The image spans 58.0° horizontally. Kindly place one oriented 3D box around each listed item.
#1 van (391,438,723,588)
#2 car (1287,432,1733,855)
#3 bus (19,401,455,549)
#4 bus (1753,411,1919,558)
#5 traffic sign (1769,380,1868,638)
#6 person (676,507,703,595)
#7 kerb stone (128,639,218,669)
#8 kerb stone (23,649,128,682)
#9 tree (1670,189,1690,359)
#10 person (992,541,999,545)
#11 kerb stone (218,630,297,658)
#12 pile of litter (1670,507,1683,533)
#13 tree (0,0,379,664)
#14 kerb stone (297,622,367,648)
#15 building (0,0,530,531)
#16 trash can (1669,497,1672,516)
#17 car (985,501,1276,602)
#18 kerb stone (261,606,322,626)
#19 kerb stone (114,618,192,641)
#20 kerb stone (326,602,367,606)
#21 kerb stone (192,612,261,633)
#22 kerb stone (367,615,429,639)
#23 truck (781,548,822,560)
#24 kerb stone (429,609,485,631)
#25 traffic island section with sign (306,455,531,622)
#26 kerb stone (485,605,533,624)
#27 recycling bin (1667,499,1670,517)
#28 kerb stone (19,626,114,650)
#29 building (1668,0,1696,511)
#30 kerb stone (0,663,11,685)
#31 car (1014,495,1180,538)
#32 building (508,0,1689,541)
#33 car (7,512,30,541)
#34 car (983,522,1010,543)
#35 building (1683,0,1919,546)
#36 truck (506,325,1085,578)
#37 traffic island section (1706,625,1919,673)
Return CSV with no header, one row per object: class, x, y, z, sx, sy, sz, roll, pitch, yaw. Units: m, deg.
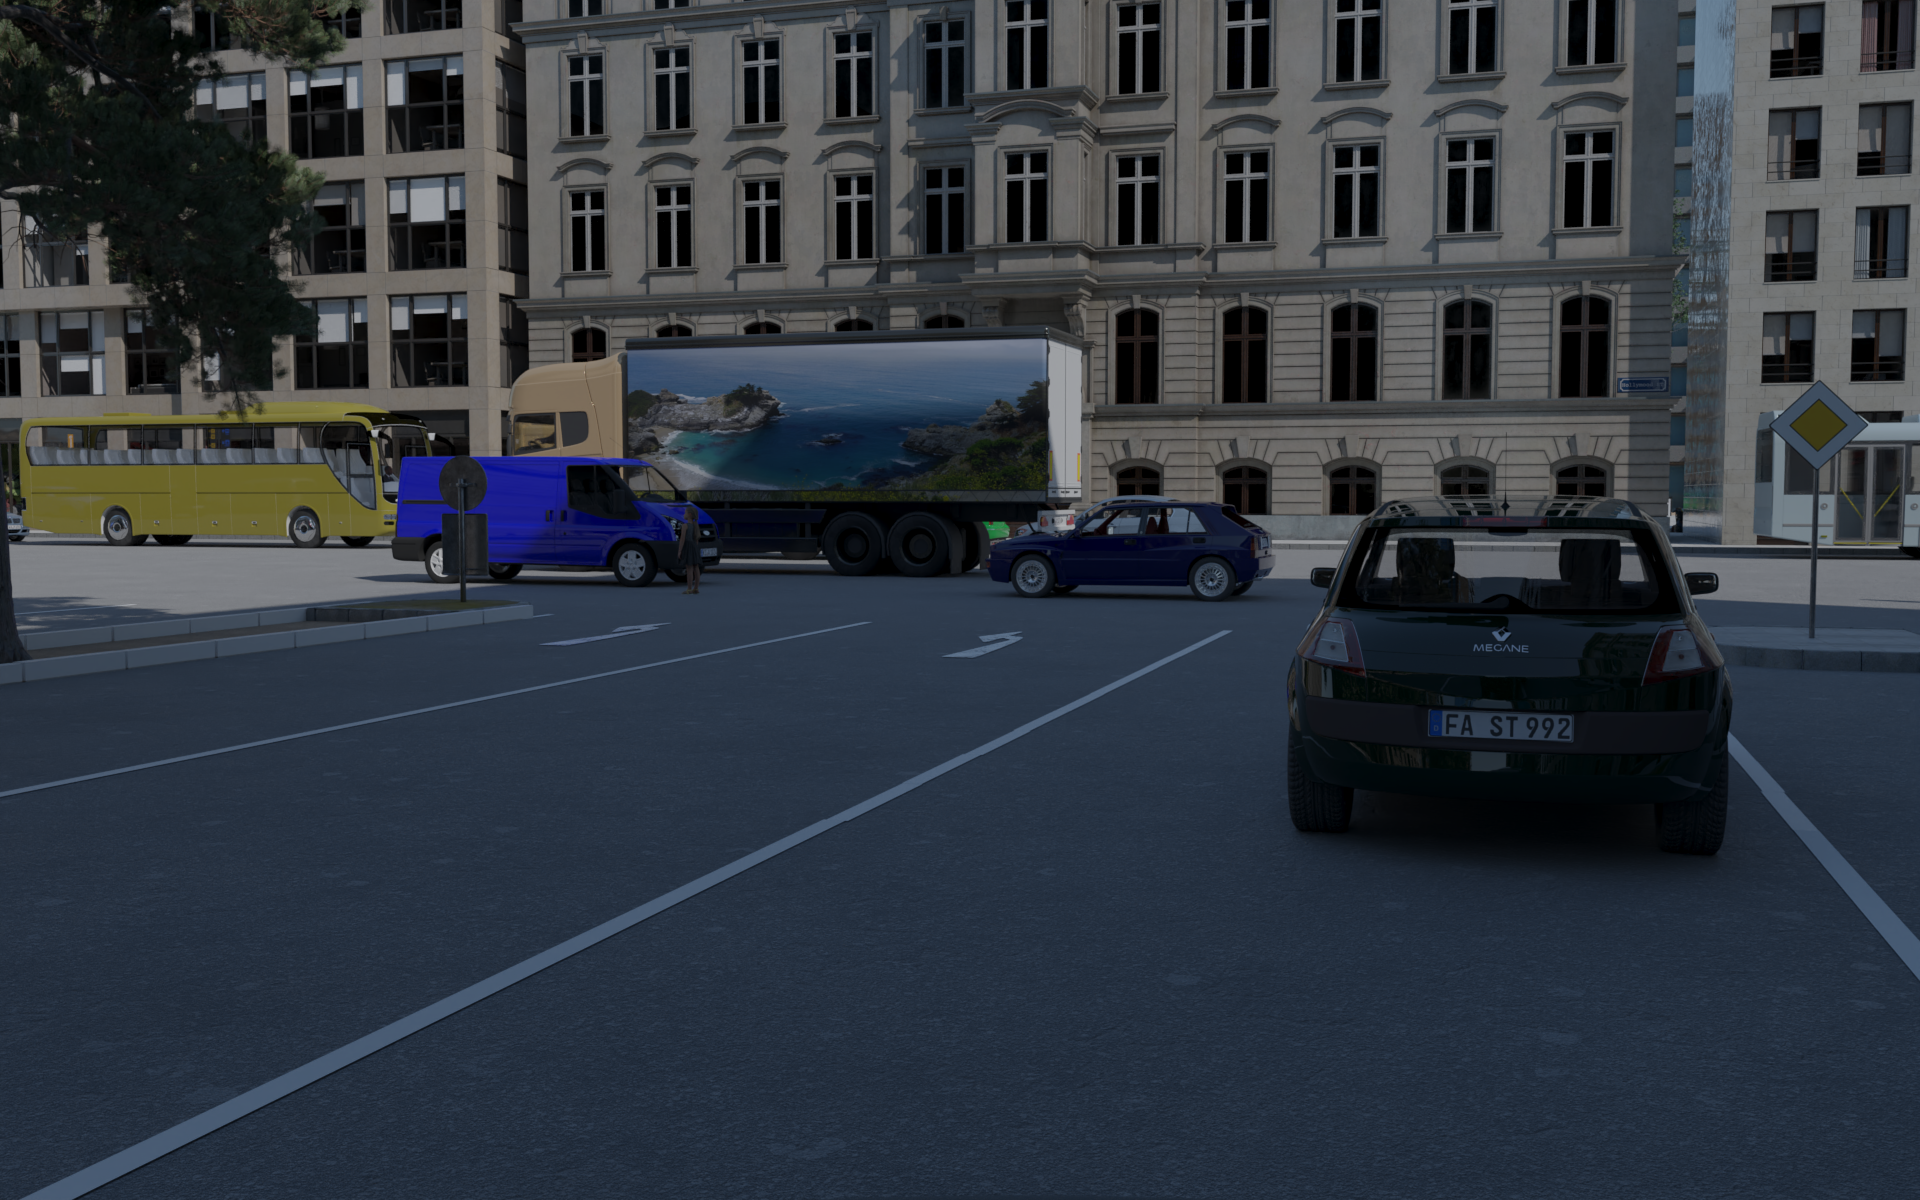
van,-6.410,-1.438,27.900,5.245,2.365,2.240,1,4,18
car,2.661,0.082,8.441,2.009,1.686,4.222,1,4,18
bus,-19.908,-3.416,47.394,12.252,3.916,2.896,1,4,17
bus,24.467,-2.590,37.208,13.247,3.499,2.948,1,4,16
traffic sign,7.576,-0.716,15.348,0.795,2.450,0.064,1,4,18
person,-3.881,-0.708,24.746,0.373,1.253,0.362,3,4,37
kerb stone,-6.712,0.462,14.659,0.120,0.150,1.000,1,4,18
kerb stone,-7.022,0.521,13.680,0.120,0.150,1.000,1,4,18
tree,41.822,-15.434,108.234,12.611,20.169,13.585,0,3,0
person,1.002,-2.247,45.256,0.555,1.821,0.388,0,4,-6
kerb stone,-6.398,0.401,15.641,0.120,0.150,1.000,1,4,18
pile of litter,24.211,-2.684,57.845,1.176,0.858,1.719,-1,4,-20
tree,-8.203,-5.483,14.156,6.751,12.117,7.091,0,3,0
kerb stone,-6.087,0.341,16.620,0.120,0.150,1.000,1,4,18
building,-28.120,-16.125,68.165,34.151,26.468,19.350,1,4,18
trash can,39.353,-5.192,96.549,0.748,1.137,0.748,0,3,0
car,2.382,-0.710,24.190,3.894,1.354,1.945,1,4,19
kerb stone,-7.467,0.183,19.204,0.120,0.150,1.000,1,4,18
kerb stone,-8.087,0.303,17.247,0.120,0.150,1.000,1,4,18
kerb stone,-7.161,0.123,20.183,0.120,0.150,1.000,1,4,18
kerb stone,-7.781,0.246,18.227,0.120,0.150,1.000,1,4,18
kerb stone,-5.775,0.281,17.607,0.120,0.150,1.000,1,4,18
truck,-5.099,-2.641,39.112,9.791,3.379,3.469,1,4,20
kerb stone,-5.460,0.220,18.593,0.120,0.150,1.000,1,4,18
traffic island section with sign,-6.087,-0.726,20.014,2.006,1.907,1.989,1,4,18
kerb stone,-5.145,0.164,19.572,0.120,0.150,1.000,1,4,18
recycling bin,36.318,-4.727,89.843,0.722,1.027,0.722,-2,4,-29
kerb stone,-8.405,0.364,16.269,0.120,0.150,1.000,1,4,18
building,60.672,-31.386,132.768,23.786,49.044,30.456,1,4,18
kerb stone,-7.337,0.586,12.704,0.120,0.150,1.000,1,4,18
car,3.315,-1.463,35.924,4.499,1.417,2.014,1,4,18
building,3.910,-14.392,54.389,34.723,24.649,14.460,1,4,18
car,-30.292,-2.465,52.309,4.499,1.417,2.014,1,4,19
car,-1.138,-2.115,43.378,4.718,1.807,1.959,1,4,17
building,28.728,-11.654,45.300,16.860,20.320,10.420,1,4,18
truck,-3.495,-2.614,31.659,11.283,4.237,2.839,1,4,18
traffic island section,7.601,0.420,15.418,2.009,0.180,2.903,1,4,18
